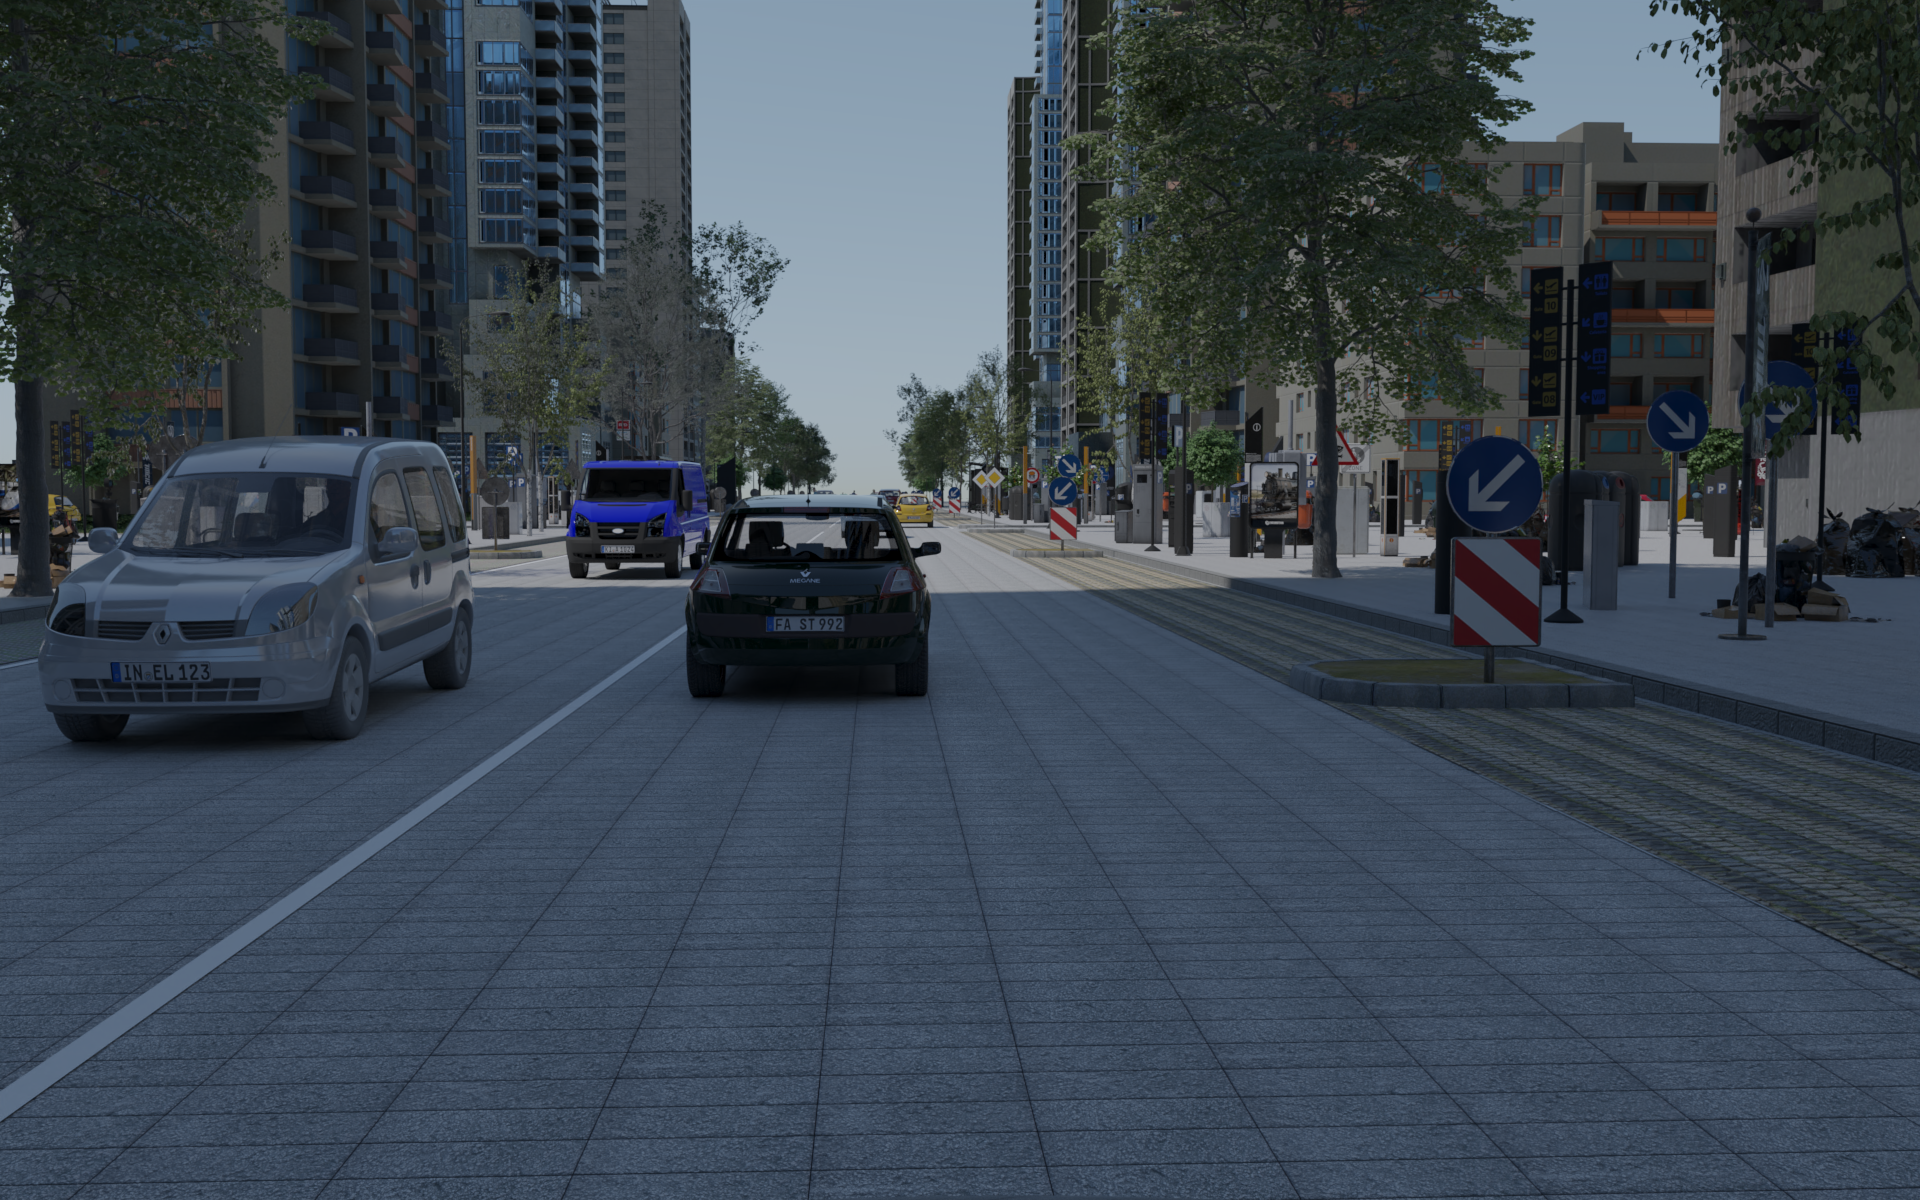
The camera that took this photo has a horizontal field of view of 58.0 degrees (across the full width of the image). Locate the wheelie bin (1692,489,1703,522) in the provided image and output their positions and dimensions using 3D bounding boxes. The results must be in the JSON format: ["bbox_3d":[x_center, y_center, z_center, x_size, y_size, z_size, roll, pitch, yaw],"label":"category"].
[{"bbox_3d":[34.068,-4.386,79.627,0.693,1.594,0.980,3,4,36],"label":"wheelie bin"}]

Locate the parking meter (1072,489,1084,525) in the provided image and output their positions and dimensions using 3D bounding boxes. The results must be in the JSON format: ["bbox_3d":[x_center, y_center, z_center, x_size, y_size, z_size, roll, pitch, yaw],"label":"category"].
[{"bbox_3d":[4.886,-3.923,72.545,0.372,1.533,0.369,0,3,0],"label":"parking meter"}]

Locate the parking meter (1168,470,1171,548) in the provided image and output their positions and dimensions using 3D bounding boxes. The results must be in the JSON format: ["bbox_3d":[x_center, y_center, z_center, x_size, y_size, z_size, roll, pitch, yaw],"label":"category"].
[{"bbox_3d":[5.148,-2.195,41.599,0.255,1.863,0.399,1,4,12],"label":"parking meter"}]

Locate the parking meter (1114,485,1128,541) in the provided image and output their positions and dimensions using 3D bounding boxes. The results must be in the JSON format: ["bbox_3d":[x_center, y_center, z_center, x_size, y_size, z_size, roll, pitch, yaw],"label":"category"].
[{"bbox_3d":[4.396,-2.371,47.172,0.372,1.533,0.369,0,3,0],"label":"parking meter"}]

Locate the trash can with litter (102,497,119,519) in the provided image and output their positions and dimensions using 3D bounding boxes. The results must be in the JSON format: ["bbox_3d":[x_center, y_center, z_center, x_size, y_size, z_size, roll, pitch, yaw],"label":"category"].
[{"bbox_3d":[-29.998,-3.076,61.683,1.055,1.170,0.624,-1,4,-10],"label":"trash can with litter"}]

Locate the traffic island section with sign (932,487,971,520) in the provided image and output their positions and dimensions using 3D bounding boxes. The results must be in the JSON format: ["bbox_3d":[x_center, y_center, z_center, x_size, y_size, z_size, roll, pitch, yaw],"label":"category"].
[{"bbox_3d":[-0.442,-5.241,94.320,1.989,1.847,2.006,0,4,-3],"label":"traffic island section with sign"}]

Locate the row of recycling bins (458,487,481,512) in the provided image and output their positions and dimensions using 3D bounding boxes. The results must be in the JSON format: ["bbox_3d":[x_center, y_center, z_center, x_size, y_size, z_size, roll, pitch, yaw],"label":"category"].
[{"bbox_3d":[-29.551,-5.958,104.523,3.534,1.692,1.069,-2,4,-28],"label":"row of recycling bins"}]

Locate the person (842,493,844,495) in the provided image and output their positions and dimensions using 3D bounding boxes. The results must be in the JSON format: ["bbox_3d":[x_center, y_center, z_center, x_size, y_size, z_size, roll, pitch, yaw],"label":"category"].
[{"bbox_3d":[-19.549,-17.189,290.344,0.445,1.727,0.742,3,5,41],"label":"person"}]

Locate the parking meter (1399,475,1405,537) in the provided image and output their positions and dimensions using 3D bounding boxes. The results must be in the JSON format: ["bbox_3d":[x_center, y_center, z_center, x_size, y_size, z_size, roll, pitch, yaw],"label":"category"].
[{"bbox_3d":[13.134,-2.831,51.998,0.255,1.863,0.399,-3,5,-43],"label":"parking meter"}]

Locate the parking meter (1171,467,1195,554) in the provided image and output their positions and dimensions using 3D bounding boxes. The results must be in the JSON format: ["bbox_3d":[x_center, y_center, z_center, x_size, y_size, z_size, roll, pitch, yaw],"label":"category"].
[{"bbox_3d":[4.801,-1.917,37.059,0.399,1.863,0.255,-3,5,-40],"label":"parking meter"}]

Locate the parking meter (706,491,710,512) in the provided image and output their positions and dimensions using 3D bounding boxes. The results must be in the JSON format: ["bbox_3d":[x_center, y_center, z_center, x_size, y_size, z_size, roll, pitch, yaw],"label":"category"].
[{"bbox_3d":[-17.632,-6.884,120.961,0.372,1.533,0.369,0,3,0],"label":"parking meter"}]

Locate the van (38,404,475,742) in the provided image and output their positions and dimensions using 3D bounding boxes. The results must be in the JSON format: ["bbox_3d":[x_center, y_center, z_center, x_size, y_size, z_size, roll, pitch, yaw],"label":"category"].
[{"bbox_3d":[-4.415,-0.266,11.364,2.013,2.044,4.112,0,4,-3],"label":"van"}]

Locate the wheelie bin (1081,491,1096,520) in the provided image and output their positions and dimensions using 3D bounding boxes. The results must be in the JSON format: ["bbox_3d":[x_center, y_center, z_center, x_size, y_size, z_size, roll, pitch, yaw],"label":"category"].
[{"bbox_3d":[6.450,-4.818,86.688,0.693,1.594,0.980,1,4,11],"label":"wheelie bin"}]

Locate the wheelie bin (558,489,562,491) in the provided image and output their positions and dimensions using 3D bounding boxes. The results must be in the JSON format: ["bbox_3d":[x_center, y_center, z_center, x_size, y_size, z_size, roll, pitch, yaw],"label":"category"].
[{"bbox_3d":[-23.408,-5.686,100.878,0.693,1.594,0.980,1,4,19],"label":"wheelie bin"}]

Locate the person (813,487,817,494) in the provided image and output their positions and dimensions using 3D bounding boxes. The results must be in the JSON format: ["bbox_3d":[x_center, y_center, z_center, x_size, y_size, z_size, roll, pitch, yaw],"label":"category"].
[{"bbox_3d":[-8.902,-6.021,106.808,0.748,1.841,0.638,1,4,22],"label":"person"}]

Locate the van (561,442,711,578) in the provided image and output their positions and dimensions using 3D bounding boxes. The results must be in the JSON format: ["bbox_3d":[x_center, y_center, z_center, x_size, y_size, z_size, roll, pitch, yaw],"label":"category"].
[{"bbox_3d":[-5.746,-1.642,31.232,2.240,2.365,5.245,0,4,-2],"label":"van"}]

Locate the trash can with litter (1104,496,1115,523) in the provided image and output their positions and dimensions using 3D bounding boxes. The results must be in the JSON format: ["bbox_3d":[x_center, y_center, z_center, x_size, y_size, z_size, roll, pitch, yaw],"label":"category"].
[{"bbox_3d":[7.257,-4.039,77.092,2.233,1.210,1.678,-3,5,-41],"label":"trash can with litter"}]

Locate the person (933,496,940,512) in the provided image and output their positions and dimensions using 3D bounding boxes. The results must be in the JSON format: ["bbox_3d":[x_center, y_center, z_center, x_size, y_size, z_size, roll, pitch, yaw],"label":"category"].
[{"bbox_3d":[-1.877,-7.808,137.006,0.563,1.720,0.643,-1,4,-14],"label":"person"}]

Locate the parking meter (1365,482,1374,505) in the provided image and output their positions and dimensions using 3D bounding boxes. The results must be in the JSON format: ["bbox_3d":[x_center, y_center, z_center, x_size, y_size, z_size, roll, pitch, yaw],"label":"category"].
[{"bbox_3d":[18.934,-4.554,80.161,0.399,1.863,0.255,0,4,8],"label":"parking meter"}]

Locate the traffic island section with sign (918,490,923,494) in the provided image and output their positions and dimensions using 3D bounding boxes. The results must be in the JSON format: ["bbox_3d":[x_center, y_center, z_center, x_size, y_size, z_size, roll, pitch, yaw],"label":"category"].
[{"bbox_3d":[-1.748,-6.921,121.781,1.989,1.847,2.006,0,4,-3],"label":"traffic island section with sign"}]

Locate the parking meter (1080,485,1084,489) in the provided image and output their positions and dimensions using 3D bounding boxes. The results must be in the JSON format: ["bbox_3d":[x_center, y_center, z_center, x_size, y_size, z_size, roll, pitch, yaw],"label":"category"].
[{"bbox_3d":[7.465,-6.089,105.263,0.255,1.863,0.399,-2,4,-31],"label":"parking meter"}]

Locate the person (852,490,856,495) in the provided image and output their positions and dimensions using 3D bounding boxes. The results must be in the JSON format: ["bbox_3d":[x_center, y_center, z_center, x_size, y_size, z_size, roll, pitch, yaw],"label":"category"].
[{"bbox_3d":[-11.186,-10.730,183.810,0.709,1.838,0.599,-3,5,-40],"label":"person"}]

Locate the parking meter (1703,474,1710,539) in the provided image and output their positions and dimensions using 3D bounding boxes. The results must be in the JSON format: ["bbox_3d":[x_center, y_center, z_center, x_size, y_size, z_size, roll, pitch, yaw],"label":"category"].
[{"bbox_3d":[21.642,-2.699,49.835,0.399,1.863,0.255,3,5,43],"label":"parking meter"}]

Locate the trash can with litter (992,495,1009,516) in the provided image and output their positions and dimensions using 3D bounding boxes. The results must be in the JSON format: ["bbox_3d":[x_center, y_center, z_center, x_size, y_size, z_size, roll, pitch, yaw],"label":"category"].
[{"bbox_3d":[3.120,-5.643,103.312,2.233,1.210,1.678,1,4,14],"label":"trash can with litter"}]

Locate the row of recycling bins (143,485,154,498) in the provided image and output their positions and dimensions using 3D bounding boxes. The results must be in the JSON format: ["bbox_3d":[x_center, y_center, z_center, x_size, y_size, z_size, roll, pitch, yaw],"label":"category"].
[{"bbox_3d":[-36.949,-4.595,82.238,3.534,1.692,1.069,0,4,-5],"label":"row of recycling bins"}]

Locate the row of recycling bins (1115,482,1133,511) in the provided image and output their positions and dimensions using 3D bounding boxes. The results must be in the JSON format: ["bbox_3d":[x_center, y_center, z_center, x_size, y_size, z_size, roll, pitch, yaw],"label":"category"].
[{"bbox_3d":[5.971,-3.278,60.715,1.069,1.692,3.534,0,4,8],"label":"row of recycling bins"}]

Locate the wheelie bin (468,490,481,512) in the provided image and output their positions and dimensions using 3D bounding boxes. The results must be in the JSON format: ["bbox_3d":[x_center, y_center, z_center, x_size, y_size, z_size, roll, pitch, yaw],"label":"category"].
[{"bbox_3d":[-25.977,-5.190,92.770,0.693,1.594,0.980,-2,4,-32],"label":"wheelie bin"}]

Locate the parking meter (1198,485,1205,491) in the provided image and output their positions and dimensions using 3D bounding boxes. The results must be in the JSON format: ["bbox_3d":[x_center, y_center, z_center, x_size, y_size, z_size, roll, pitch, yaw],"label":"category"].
[{"bbox_3d":[15.297,-6.368,109.835,0.399,1.863,0.255,-2,4,-28],"label":"parking meter"}]

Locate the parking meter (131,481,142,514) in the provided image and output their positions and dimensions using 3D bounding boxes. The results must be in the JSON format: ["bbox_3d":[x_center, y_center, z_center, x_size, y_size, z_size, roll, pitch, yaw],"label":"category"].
[{"bbox_3d":[-36.365,-4.329,76.483,0.399,1.863,0.255,1,4,17],"label":"parking meter"}]

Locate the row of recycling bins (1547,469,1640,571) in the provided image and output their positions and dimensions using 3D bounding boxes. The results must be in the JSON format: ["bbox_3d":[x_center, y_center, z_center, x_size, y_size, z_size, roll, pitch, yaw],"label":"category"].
[{"bbox_3d":[11.054,-1.415,30.248,1.069,1.692,3.534,2,4,34],"label":"row of recycling bins"}]

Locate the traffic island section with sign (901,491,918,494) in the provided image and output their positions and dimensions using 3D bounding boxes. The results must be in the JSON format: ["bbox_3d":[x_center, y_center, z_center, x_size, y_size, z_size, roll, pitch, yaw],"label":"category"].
[{"bbox_3d":[-5.438,-11.651,199.127,1.989,1.847,2.006,0,4,-3],"label":"traffic island section with sign"}]

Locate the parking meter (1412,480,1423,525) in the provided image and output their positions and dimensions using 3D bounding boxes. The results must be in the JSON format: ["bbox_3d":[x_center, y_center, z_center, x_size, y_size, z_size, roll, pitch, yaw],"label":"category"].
[{"bbox_3d":[19.285,-4.115,72.998,0.399,1.863,0.255,0,4,0],"label":"parking meter"}]

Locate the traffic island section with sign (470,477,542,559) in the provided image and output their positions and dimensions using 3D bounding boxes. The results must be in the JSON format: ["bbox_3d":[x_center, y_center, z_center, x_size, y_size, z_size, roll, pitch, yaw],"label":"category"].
[{"bbox_3d":[-10.420,-1.836,38.642,1.989,1.847,2.006,0,4,-3],"label":"traffic island section with sign"}]

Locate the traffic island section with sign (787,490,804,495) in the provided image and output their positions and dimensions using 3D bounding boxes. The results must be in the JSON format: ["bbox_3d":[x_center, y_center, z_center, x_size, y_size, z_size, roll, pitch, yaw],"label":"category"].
[{"bbox_3d":[-16.769,-9.987,171.908,1.989,1.847,2.006,0,4,-3],"label":"traffic island section with sign"}]

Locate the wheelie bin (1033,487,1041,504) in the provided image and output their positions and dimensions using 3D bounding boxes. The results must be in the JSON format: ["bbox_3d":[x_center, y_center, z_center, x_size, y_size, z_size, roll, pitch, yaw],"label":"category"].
[{"bbox_3d":[3.800,-4.393,79.727,0.980,1.594,0.693,-1,4,-22],"label":"wheelie bin"}]

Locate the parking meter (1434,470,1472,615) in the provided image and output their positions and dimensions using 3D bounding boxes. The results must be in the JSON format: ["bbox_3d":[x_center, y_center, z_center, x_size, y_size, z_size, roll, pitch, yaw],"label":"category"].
[{"bbox_3d":[5.283,-0.619,18.533,0.372,1.533,0.369,0,3,0],"label":"parking meter"}]

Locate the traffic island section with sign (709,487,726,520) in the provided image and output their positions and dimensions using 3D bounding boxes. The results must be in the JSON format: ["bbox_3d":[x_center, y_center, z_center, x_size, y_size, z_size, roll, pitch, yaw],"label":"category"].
[{"bbox_3d":[-13.089,-5.273,94.840,1.989,1.847,2.006,0,4,-3],"label":"traffic island section with sign"}]

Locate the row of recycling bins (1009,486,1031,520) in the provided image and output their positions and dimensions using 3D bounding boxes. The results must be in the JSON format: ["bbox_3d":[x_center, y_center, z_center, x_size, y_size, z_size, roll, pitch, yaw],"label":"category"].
[{"bbox_3d":[2.963,-4.828,86.056,1.069,1.692,3.534,0,4,-4],"label":"row of recycling bins"}]

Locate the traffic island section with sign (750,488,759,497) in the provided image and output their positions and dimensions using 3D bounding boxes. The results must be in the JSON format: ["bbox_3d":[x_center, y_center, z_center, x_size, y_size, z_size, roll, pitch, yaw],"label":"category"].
[{"bbox_3d":[-14.384,-6.920,121.764,1.989,1.847,2.006,0,4,-3],"label":"traffic island section with sign"}]

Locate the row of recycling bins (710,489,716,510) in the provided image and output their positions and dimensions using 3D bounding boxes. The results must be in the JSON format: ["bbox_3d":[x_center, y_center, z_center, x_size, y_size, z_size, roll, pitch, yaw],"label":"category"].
[{"bbox_3d":[-20.232,-8.110,139.712,3.534,1.692,1.069,-1,4,-22],"label":"row of recycling bins"}]

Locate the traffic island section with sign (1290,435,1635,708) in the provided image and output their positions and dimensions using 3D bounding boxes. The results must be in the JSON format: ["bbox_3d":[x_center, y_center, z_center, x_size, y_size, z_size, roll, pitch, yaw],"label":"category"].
[{"bbox_3d":[3.465,-0.234,12.451,1.989,1.847,2.006,0,4,-3],"label":"traffic island section with sign"}]

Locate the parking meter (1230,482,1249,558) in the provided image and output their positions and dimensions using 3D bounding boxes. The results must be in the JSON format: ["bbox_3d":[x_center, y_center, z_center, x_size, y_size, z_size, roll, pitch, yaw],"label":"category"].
[{"bbox_3d":[5.663,-1.634,35.132,0.372,1.533,0.369,0,3,0],"label":"parking meter"}]

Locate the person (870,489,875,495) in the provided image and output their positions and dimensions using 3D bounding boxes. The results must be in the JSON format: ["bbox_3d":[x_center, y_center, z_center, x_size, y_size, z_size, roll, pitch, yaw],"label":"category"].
[{"bbox_3d":[-6.508,-7.521,131.651,0.590,1.801,0.661,-3,5,-39],"label":"person"}]

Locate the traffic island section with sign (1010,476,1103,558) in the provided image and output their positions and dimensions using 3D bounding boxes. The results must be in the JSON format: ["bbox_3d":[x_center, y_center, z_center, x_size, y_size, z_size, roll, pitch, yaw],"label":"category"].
[{"bbox_3d":[2.169,-1.897,39.643,1.989,1.847,2.006,0,4,-3],"label":"traffic island section with sign"}]

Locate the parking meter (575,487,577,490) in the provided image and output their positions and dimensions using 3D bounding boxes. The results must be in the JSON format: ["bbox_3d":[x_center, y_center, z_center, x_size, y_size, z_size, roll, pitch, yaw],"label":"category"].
[{"bbox_3d":[-31.331,-8.307,141.526,0.255,1.863,0.399,-2,4,-23],"label":"parking meter"}]

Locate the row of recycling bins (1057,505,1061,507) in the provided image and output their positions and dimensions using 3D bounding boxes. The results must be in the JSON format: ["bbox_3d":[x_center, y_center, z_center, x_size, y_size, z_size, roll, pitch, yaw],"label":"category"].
[{"bbox_3d":[6.246,-6.194,108.392,3.534,1.692,1.069,0,4,7],"label":"row of recycling bins"}]

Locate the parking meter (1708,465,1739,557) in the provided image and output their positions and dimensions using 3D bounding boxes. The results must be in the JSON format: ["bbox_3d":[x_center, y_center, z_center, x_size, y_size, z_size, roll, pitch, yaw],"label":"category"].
[{"bbox_3d":[15.549,-1.805,35.222,0.255,1.863,0.399,-2,4,-34],"label":"parking meter"}]

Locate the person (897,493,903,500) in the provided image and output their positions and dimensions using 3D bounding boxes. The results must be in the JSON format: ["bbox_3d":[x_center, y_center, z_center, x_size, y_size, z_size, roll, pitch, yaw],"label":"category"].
[{"bbox_3d":[-3.622,-5.751,105.127,0.503,1.515,0.523,-2,4,-29],"label":"person"}]

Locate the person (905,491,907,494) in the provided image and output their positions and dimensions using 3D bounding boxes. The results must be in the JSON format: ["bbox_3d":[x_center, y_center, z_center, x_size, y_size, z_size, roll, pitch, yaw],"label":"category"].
[{"bbox_3d":[-5.690,-10.505,180.976,1.217,1.735,0.721,2,4,24],"label":"person"}]

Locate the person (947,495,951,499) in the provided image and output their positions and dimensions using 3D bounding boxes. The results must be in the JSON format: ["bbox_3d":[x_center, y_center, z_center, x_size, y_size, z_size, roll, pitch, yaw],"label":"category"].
[{"bbox_3d":[-1.351,-13.522,229.460,0.709,1.838,0.599,-1,4,-18],"label":"person"}]
